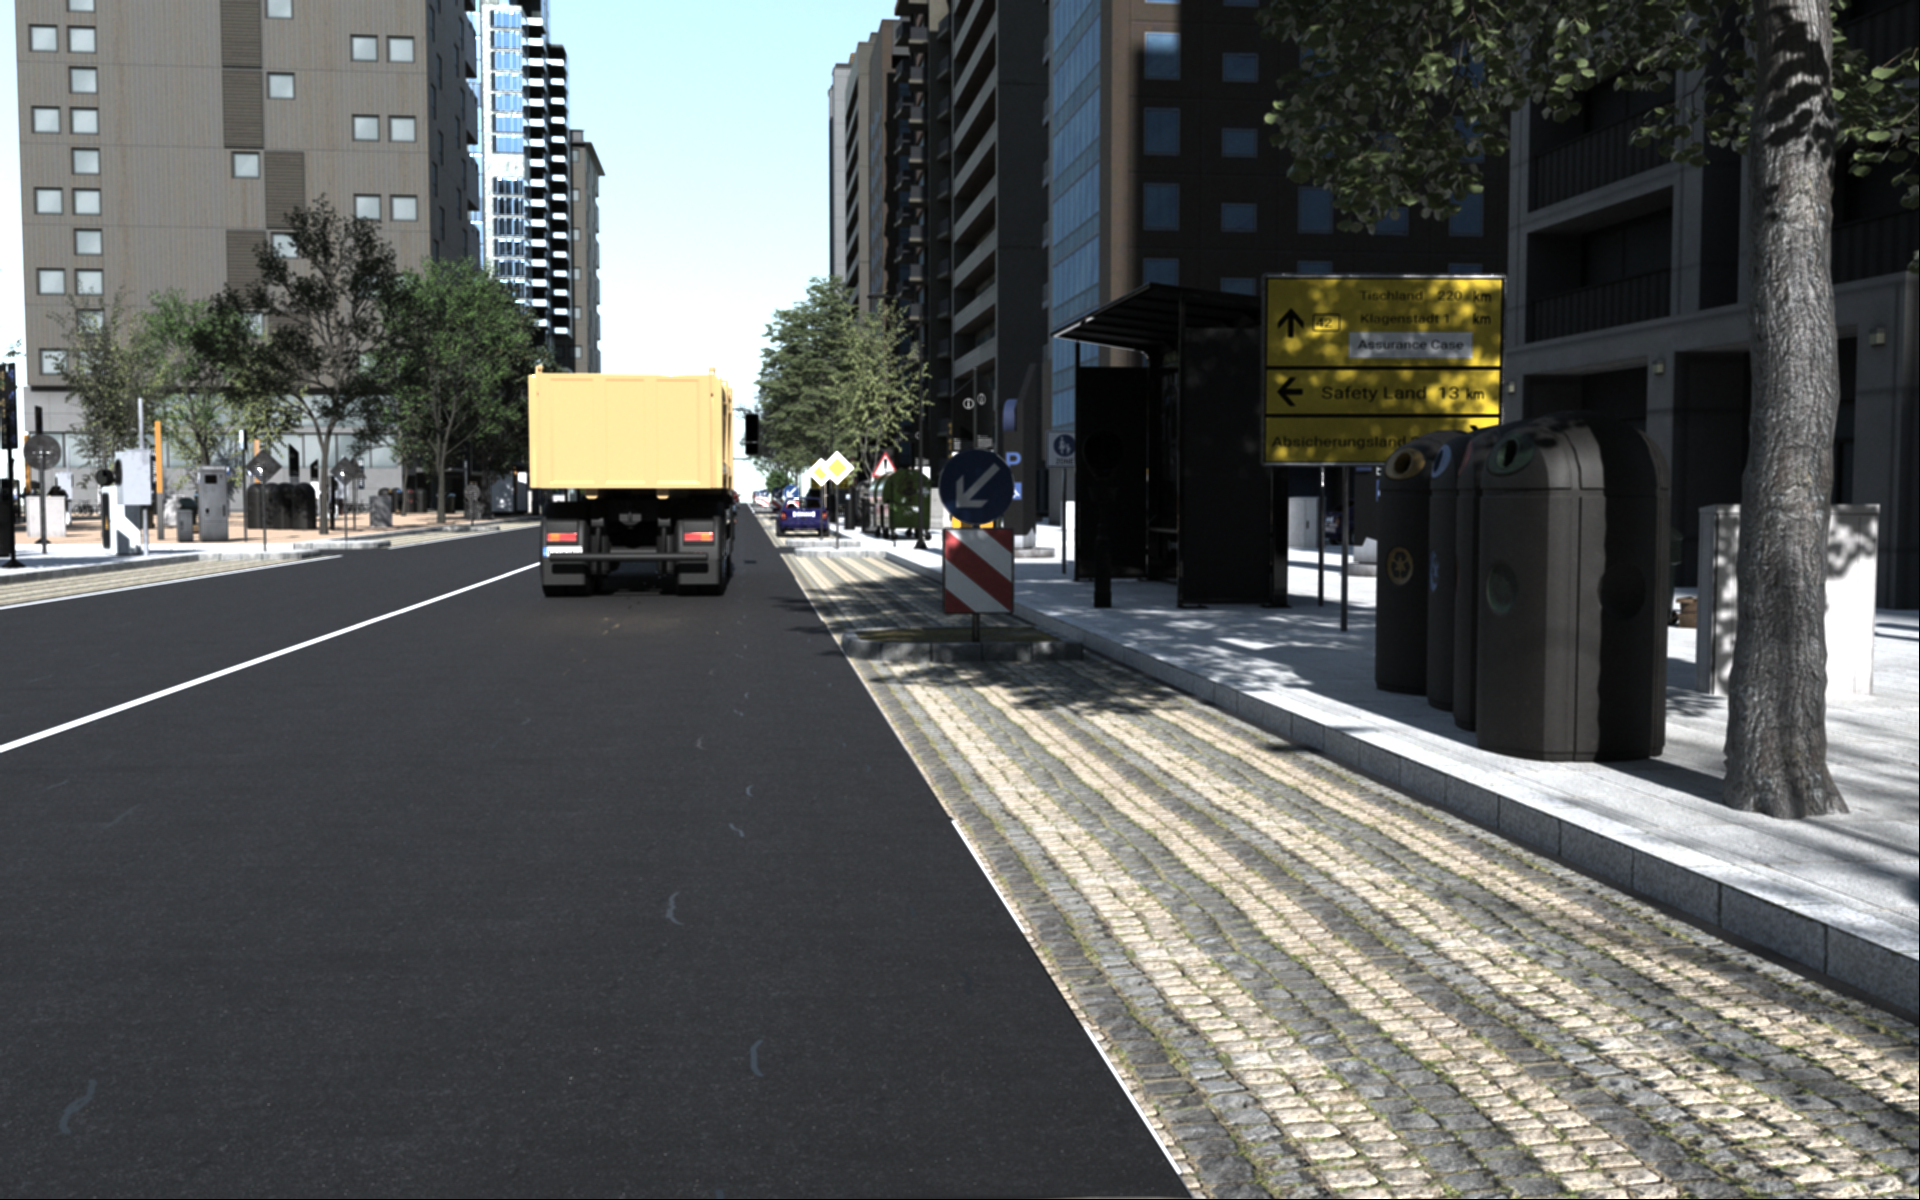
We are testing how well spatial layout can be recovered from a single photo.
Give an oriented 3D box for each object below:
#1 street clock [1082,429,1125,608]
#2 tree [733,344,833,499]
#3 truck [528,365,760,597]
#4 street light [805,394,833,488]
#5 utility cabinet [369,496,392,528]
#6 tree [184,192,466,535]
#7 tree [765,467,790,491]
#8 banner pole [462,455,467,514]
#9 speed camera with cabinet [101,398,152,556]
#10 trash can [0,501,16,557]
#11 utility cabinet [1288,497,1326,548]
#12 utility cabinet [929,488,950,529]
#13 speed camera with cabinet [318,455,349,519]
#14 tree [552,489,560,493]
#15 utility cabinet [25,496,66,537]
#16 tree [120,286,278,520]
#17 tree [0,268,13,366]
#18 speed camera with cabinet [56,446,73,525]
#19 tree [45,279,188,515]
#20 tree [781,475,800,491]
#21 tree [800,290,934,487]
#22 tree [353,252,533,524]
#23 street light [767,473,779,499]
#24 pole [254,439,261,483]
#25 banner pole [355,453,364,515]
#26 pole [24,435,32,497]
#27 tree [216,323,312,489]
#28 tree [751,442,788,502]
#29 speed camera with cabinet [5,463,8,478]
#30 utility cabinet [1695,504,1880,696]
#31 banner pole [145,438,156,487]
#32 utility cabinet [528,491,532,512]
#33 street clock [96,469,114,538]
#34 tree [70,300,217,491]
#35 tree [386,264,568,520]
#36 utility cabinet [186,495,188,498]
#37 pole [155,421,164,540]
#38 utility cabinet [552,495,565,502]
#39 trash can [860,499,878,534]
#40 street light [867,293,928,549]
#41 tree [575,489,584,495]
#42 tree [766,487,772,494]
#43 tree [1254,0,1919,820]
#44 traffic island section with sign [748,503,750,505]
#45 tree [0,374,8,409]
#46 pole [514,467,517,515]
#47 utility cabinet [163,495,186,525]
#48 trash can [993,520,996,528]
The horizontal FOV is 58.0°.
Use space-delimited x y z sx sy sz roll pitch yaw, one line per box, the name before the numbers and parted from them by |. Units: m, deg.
street clock | 1.615 -0.917 19.556 0.471 2.002 0.358 0 4 1
tree | -13.377 -14.072 140.441 12.009 13.543 11.850 0 3 0
truck | -4.984 -1.956 27.899 3.469 3.379 9.791 0 4 -6
street light | -6.519 -6.609 80.598 1.470 5.913 1.316 0 4 -7
utility cabinet | -22.380 -3.411 66.926 0.306 1.237 1.020 1 4 19
tree | -20.199 -7.338 54.383 8.767 10.594 7.601 0 4 -7
tree | -21.783 -13.683 207.435 4.285 4.588 4.351 0 3 0
banner pole | -31.918 -7.447 111.779 0.401 3.779 0.863 -2 4 -34
speed camera with cabinet | -17.419 -2.557 36.145 0.660 3.252 2.038 -3 4 -37
trash can | -19.578 -1.438 35.166 0.748 1.137 0.748 0 3 0
utility cabinet | 8.272 -1.849 41.392 0.306 1.237 1.020 -2 4 -32
utility cabinet | -0.830 -3.305 62.715 0.318 1.500 1.173 -2 4 -35
speed camera with cabinet | -32.112 -5.773 88.732 2.038 3.252 0.660 3 5 41
tree | -27.383 -7.450 116.410 1.663 3.219 1.824 0 3 0
utility cabinet | -27.373 -2.490 51.868 1.020 1.237 0.306 -3 5 -40
tree | -38.183 -9.890 87.450 9.928 11.665 9.643 0 3 0
tree | -30.623 -6.241 52.409 4.360 8.622 3.978 0 3 0
speed camera with cabinet | -37.574 -4.780 72.495 0.660 3.252 2.038 -2 4 -32
tree | -29.459 -6.717 60.191 4.360 8.622 3.978 0 3 0
tree | -19.522 -12.331 196.213 1.663 3.219 1.824 0 3 0
tree | -3.136 -6.923 63.546 4.737 8.622 4.395 0 3 0
tree | -22.380 -9.103 74.596 9.928 11.665 9.643 0 3 0
street light | -21.397 -13.833 198.707 1.470 5.913 1.316 0 4 -7
pole | -26.212 -4.331 64.651 0.158 3.312 0.155 0 3 0
banner pole | -36.625 -7.068 105.580 0.863 3.779 0.401 2 4 26
pole | -32.108 -4.027 59.682 0.158 3.312 0.155 0 3 0
tree | -30.398 -7.636 75.205 4.737 8.622 4.395 0 3 0
tree | -29.488 -21.257 273.302 9.928 11.665 9.643 0 3 0
speed camera with cabinet | -60.709 -7.042 109.480 0.660 3.252 2.038 1 4 22
utility cabinet | 5.307 0.001 11.143 1.020 1.237 0.306 0 4 2
banner pole | -36.323 -5.372 77.854 0.401 3.779 0.863 3 5 41
utility cabinet | -29.791 -6.752 119.067 1.173 1.500 0.318 2 4 30
street clock | -25.071 -2.828 50.814 0.471 2.002 0.358 1 4 20
tree | -32.195 -7.114 66.676 4.737 8.622 4.395 0 3 0
tree | -23.767 -10.384 86.787 9.611 12.733 9.660 0 3 0
utility cabinet | -44.051 -5.303 97.865 1.020 1.237 0.306 2 4 26
pole | -22.356 -3.335 48.364 0.158 3.312 0.155 0 3 0
utility cabinet | -27.978 -6.723 121.087 1.020 1.237 0.306 -2 4 -30
trash can | -2.873 -2.702 55.825 0.748 1.137 0.748 0 3 0
street light | -1.456 -4.141 40.251 1.470 5.913 1.316 0 4 -7
tree | -30.992 -9.078 143.021 1.663 3.219 1.824 0 3 0
tree | -27.135 -15.566 249.108 1.663 3.219 1.824 0 3 0
tree | 2.955 -5.428 6.868 7.486 12.596 7.792 0 3 0
traffic island section with sign | -20.057 -10.121 174.102 1.989 1.847 2.006 0 4 -7
tree | -16.660 -2.649 27.025 4.285 4.588 4.351 0 3 0
pole | -27.257 -6.872 106.202 0.158 3.312 0.155 0 3 0
utility cabinet | -32.345 -3.662 71.039 1.020 1.237 0.306 2 4 25
trash can | 0.541 -1.768 40.554 0.748 1.137 0.748 0 3 0
